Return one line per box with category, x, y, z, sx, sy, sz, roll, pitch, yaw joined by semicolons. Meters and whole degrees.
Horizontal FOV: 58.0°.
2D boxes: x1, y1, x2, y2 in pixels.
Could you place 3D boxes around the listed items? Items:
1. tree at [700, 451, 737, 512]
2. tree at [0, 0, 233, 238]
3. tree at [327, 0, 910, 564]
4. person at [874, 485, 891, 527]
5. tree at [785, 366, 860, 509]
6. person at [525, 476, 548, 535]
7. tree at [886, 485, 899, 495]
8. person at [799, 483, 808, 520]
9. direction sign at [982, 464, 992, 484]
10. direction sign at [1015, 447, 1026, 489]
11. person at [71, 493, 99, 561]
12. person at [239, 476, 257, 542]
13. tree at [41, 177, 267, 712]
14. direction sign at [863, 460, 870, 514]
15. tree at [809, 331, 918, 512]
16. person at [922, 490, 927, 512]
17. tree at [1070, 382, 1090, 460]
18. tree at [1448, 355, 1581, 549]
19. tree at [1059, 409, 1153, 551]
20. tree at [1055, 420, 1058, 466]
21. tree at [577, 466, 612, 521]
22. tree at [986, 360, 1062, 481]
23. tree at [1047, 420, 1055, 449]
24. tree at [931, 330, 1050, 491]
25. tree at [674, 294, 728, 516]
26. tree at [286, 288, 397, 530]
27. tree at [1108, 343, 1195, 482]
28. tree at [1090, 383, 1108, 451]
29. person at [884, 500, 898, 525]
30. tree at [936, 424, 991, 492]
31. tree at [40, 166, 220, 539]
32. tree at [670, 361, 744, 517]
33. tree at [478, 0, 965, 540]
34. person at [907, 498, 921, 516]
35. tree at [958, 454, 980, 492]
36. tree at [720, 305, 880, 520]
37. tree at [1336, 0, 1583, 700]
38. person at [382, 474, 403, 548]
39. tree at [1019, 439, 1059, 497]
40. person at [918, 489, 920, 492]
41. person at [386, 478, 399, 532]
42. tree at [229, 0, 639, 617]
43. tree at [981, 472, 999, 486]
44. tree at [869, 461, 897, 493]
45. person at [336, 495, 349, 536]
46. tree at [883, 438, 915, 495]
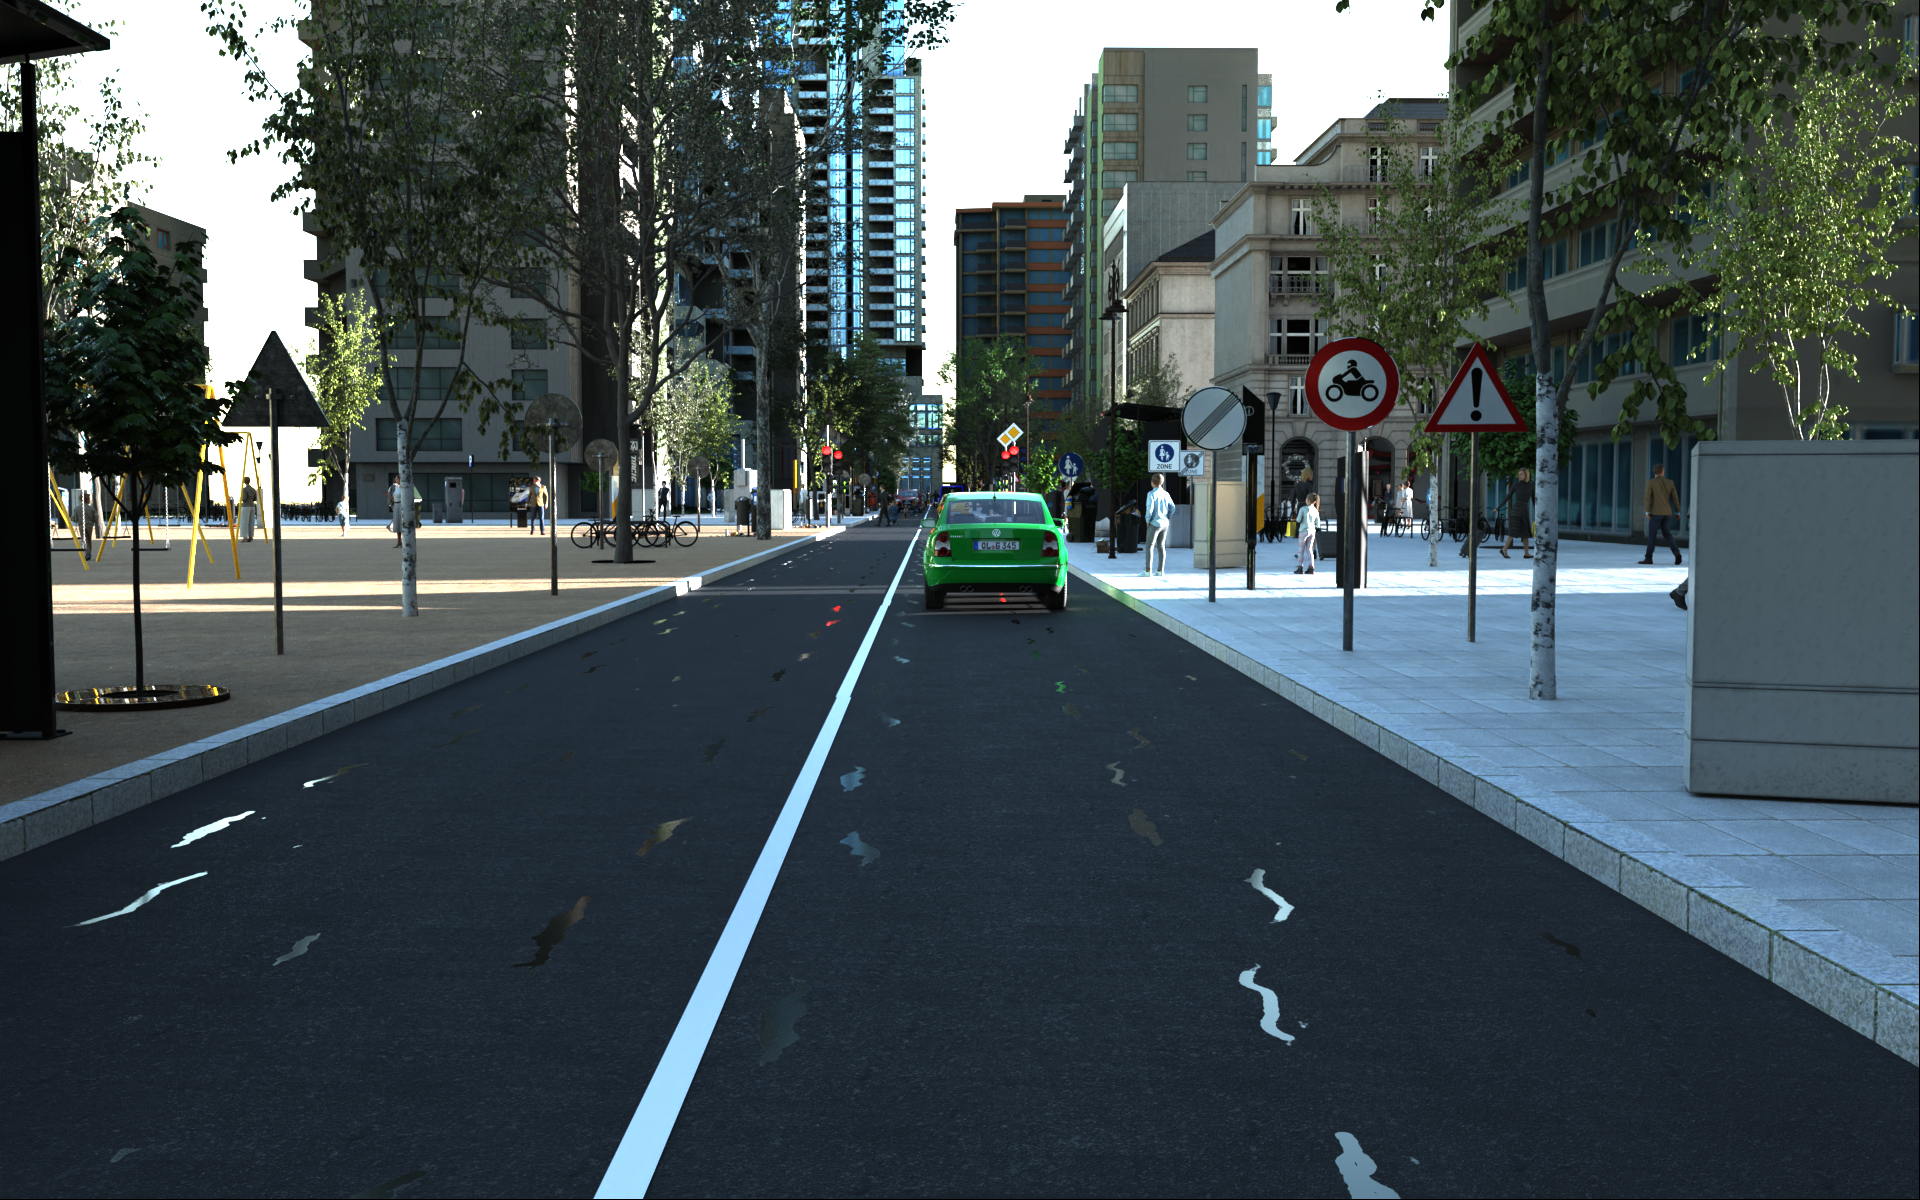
tree;-17.909;-8.732;126.481;4.285;4.588;4.351;0;3;0
tree;-10.719;-4.204;19.097;4.360;8.622;3.978;0;3;0
tree;-6.128;-7.434;31.916;12.009;13.543;11.850;0;3;0
person;-3.414;-4.159;76.273;0.755;1.850;0.659;1;4;9
tree;-7.446;-8.900;95.880;4.737;8.622;4.395;0;3;0
person;-13.280;-2.957;54.296;0.656;1.842;0.836;-3;4;-36
tree;-7.796;-12.471;198.508;1.663;3.219;1.824;0;3;0
person;-7.536;-4.747;83.886;0.478;1.798;0.641;-3;4;-36
direction sign;2.087;-8.518;131.267;0.876;3.537;0.379;2;4;29
direction sign;2.787;-5.560;82.907;0.876;3.537;0.379;2;4;34
person;-16.858;-1.410;33.368;0.475;1.303;0.640;-3;5;-41
person;-18.991;-2.418;46.126;0.362;1.759;0.519;1;4;22
tree;-5.004;-0.986;10.718;1.663;3.219;1.824;0;3;0
direction sign;-6.174;-7.462;113.995;0.379;3.537;0.876;2;4;32
tree;-6.768;-12.372;120.401;7.486;12.596;7.792;0;3;0
person;-2.911;-7.914;138.379;0.515;1.767;0.782;1;4;21
tree;9.246;-10.003;113.916;4.360;8.622;3.978;0;3;0
tree;13.099;-3.506;41.030;4.285;4.588;4.351;0;3;0
tree;3.564;-2.749;39.544;1.663;3.219;1.824;0;3;0
tree;9.380;-10.547;122.804;4.737;8.622;4.395;0;3;0
tree;-17.372;-5.445;83.625;1.663;3.219;1.824;0;3;0
tree;3.240;-8.789;94.061;4.360;8.622;3.978;0;3;0
tree;9.761;-11.640;140.681;4.737;8.622;4.395;0;3;0
tree;1.919;-11.337;111.107;9.928;11.665;9.643;0;3;0
tree;-10.854;-6.883;62.891;4.360;8.622;3.978;0;3;0
tree;-22.036;-6.787;61.335;4.737;8.622;4.395;0;3;0
tree;9.752;-8.188;84.238;4.360;8.622;3.978;0;3;0
tree;10.206;-9.468;105.162;4.360;8.622;3.978;0;3;0
person;-3.227;-4.081;80.715;1.012;1.151;0.738;-2;4;-24
tree;0.491;-15.994;195.918;7.601;10.594;8.767;-3;5;-41
tree;-25.058;-7.054;49.745;7.601;10.594;8.767;1;4;23
tree;-13.703;-8.851;95.079;4.737;8.622;4.395;0;3;0
tree;-7.003;-11.769;48.306;12.611;20.169;13.585;0;3;0
person;-2.904;-6.047;112.868;1.012;1.151;0.738;2;4;26
tree;1.174;-16.859;226.010;4.737;8.622;4.395;0;3;0
tree;-7.326;-9.233;85.373;7.601;10.594;8.767;3;5;40
tree;3.849;-3.676;10.459;4.737;8.622;4.395;0;3;0
person;-13.409;-2.117;41.225;0.480;1.755;0.524;3;4;36
tree;2.977;-4.037;60.604;1.663;3.219;1.824;0;3;0
person;-3.460;-8.234;142.996;0.818;1.842;0.514;-2;4;-34
person;-18.890;-3.173;58.019;0.679;1.850;0.850;2;4;32
tree;-5.648;-4.122;17.751;4.360;8.622;3.978;0;3;0
tree;2.747;-9.568;151.045;1.663;3.219;1.824;0;3;0
tree;-8.427;-12.589;189.536;4.285;4.588;4.351;0;3;0
person;-18.695;-2.552;52.459;0.332;1.250;0.352;2;4;31
tree;-7.632;-15.993;211.847;4.360;8.622;3.978;0;3;0
